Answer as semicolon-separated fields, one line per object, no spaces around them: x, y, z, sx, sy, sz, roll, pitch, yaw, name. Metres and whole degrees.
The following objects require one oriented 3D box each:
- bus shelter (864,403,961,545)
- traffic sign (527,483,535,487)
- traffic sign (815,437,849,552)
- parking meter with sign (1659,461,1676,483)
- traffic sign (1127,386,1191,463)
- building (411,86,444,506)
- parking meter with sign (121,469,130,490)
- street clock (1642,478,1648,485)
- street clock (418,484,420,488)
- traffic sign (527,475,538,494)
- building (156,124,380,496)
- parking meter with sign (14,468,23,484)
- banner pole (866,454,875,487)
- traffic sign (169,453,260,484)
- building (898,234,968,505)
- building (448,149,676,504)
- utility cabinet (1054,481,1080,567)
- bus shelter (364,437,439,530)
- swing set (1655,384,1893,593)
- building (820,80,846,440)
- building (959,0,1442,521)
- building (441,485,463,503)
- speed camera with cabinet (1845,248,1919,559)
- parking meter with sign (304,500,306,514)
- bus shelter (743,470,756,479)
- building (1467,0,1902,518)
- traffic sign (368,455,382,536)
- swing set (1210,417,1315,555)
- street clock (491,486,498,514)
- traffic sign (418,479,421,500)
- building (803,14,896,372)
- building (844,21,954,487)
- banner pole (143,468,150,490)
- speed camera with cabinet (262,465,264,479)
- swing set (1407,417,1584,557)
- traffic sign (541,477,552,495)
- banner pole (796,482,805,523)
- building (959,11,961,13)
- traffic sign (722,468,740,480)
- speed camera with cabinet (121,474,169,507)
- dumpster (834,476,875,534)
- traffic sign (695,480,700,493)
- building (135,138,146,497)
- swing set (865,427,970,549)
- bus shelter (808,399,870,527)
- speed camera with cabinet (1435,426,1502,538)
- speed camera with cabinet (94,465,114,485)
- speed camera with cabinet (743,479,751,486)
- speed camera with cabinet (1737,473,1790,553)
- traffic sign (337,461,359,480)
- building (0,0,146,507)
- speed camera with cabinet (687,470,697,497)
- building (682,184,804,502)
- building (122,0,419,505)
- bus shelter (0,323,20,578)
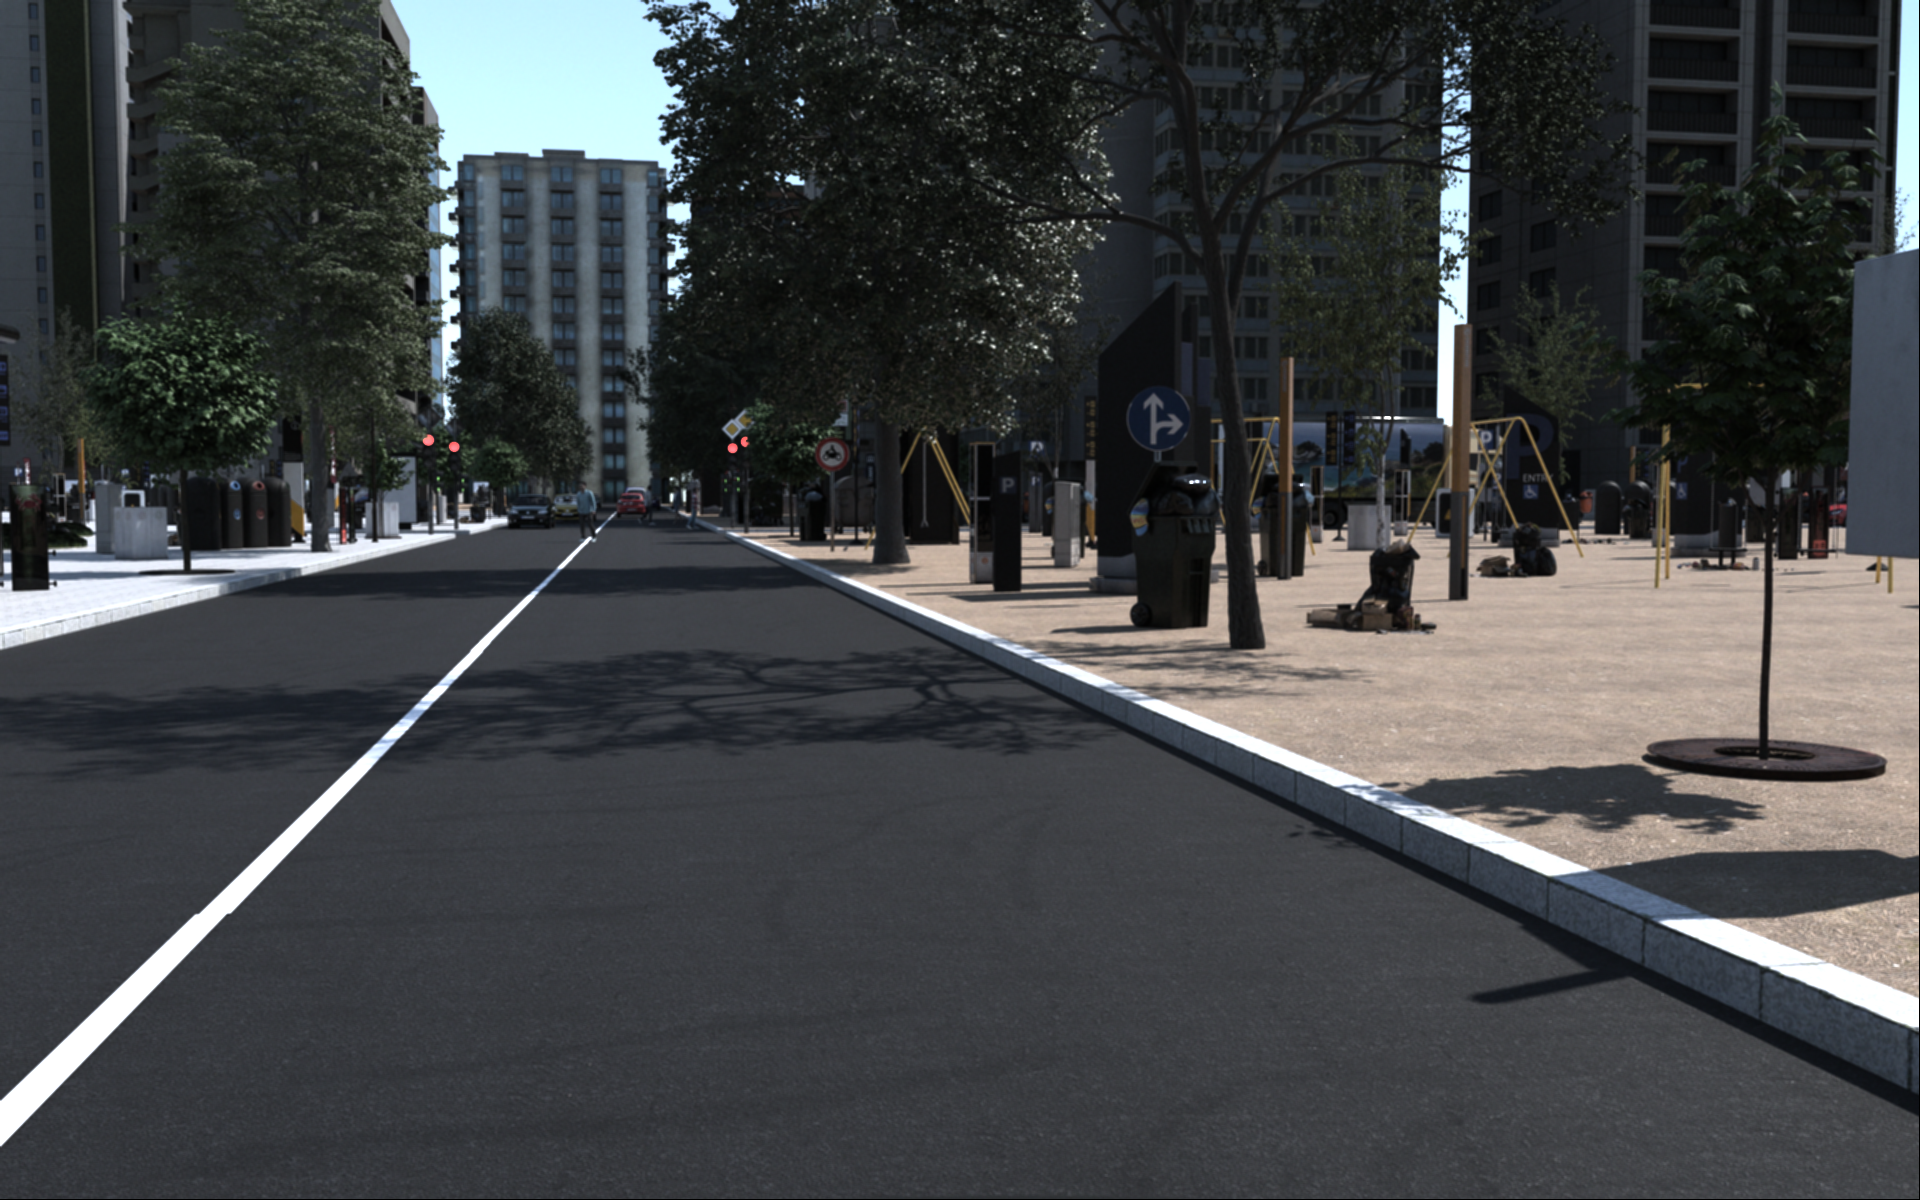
-1.331;-3.390;46.717;1.731;3.624;6.357;-1;4;-11;bus shelter
-33.290;-8.233;134.719;0.768;2.556;0.104;0;4;-2;traffic sign
-2.849;-2.356;38.628;0.768;2.556;0.104;0;4;-7;traffic sign
34.882;-5.407;84.665;0.543;3.016;1.738;-1;4;-10;parking meter with sign
2.335;-1.247;20.499;0.768;2.556;0.104;0;4;-7;traffic sign
-63.761;-32.779;186.040;14.200;45.320;14.600;-1;4;-11;building
-57.643;-7.537;119.494;0.543;3.016;1.738;-1;4;-21;parking meter with sign
31.171;-4.545;78.876;0.358;2.002;0.471;2;4;29;street clock
-27.288;-5.024;86.716;0.471;2.002;0.358;2;4;33;street clock
-28.819;-7.139;116.825;0.768;2.556;0.104;0;4;-5;traffic sign
-55.023;-22.483;139.294;14.160;30.474;14.107;-1;4;-11;building
-63.266;-7.371;116.771;0.543;3.016;1.738;-1;4;-18;parking meter with sign
-4.723;-6.385;94.409;0.863;3.779;0.401;1;4;10;banner pole
-19.025;-3.078;44.195;2.265;3.308;0.079;0;4;-3;traffic sign
9.677;-17.419;129.847;27.650;21.520;28.899;-1;4;-11;building
-55.344;-38.147;243.313;30.456;49.044;23.786;-1;4;-11;building
1.912;-1.342;30.624;0.318;1.500;1.173;1;4;12;utility cabinet
-20.729;-4.321;64.568;2.014;3.302;5.546;-1;4;-11;bus shelter
11.280;-1.632;24.306;3.119;2.851;2.862;2;4;25;swing set
-5.915;-31.737;169.010;14.600;45.320;14.200;-1;4;-11;building
13.225;-24.764;96.775;23.993;40.220;32.217;-1;4;-11;building
-84.676;-39.747;239.107;27.495;52.752;28.713;-1;4;-11;building
4.369;-0.733;6.321;2.038;3.252;0.660;0;4;-5;speed camera with cabinet
-43.081;-7.115;112.597;0.543;3.016;1.738;0;4;2;parking meter with sign
-13.774;-8.547;117.376;2.179;5.291;8.768;-1;4;-11;bus shelter
43.534;-40.389;98.605;20.611;71.187;20.563;-1;4;-11;building
-17.049;-3.106;50.892;0.768;2.556;0.104;0;4;-6;traffic sign
5.536;-2.361;36.220;2.862;2.851;3.119;-3;5;-44;swing set
-30.638;-6.693;113.993;0.358;2.002;0.471;2;4;30;street clock
-26.889;-5.246;85.870;0.768;2.556;0.104;0;4;-2;traffic sign
-2.472;-36.781;190.600;28.713;52.752;27.495;-1;4;-11;building
-3.500;-28.816;154.731;14.154;41.232;14.086;-1;4;-11;building
-55.886;-7.908;119.310;0.863;3.779;0.401;-3;4;-38;banner pole
-47.668;-7.529;117.434;0.660;3.252;2.038;-3;5;-40;speed camera with cabinet
11.174;-2.383;36.587;2.862;2.851;3.119;0;4;-4;swing set
-31.610;-8.094;132.334;0.884;2.594;0.081;0;4;-5;traffic sign
-7.085;-5.235;75.606;0.401;3.779;0.863;-1;4;-11;banner pole
4.055;-57.457;252.094;31.000;86.520;22.319;-1;4;-11;building
-8.801;-4.108;67.175;0.884;2.594;0.081;0;4;-3;traffic sign
-36.119;-5.033;76.631;2.038;3.252;0.660;-3;5;-40;speed camera with cabinet
-3.452;-3.083;56.172;1.264;1.857;1.865;-1;4;-11;dumpster
-17.976;-7.182;119.554;0.606;2.300;0.079;0;4;-6;traffic sign
-77.647;-30.575;183.488;14.086;41.232;14.154;-1;4;-11;building
-0.856;-2.690;41.598;2.862;2.851;3.119;0;4;-3;swing set
-5.306;-5.697;70.777;2.179;5.291;8.768;-1;4;-11;bus shelter
14.937;-3.437;50.533;0.660;3.252;2.038;-3;5;-45;speed camera with cabinet
-64.105;-8.235;128.971;2.038;3.252;0.660;-1;4;-23;speed camera with cabinet
-12.582;-6.981;108.475;2.038;3.252;0.660;1;4;10;speed camera with cabinet
17.006;-2.665;37.902;2.038;3.252;0.660;3;5;43;speed camera with cabinet
-23.840;-4.133;67.581;0.884;2.594;0.081;-1;4;-10;traffic sign
-97.889;-38.754;175.629;28.212;58.520;21.231;-1;4;-11;building
-17.697;-7.614;118.820;2.038;3.252;0.660;-1;4;-10;speed camera with cabinet
-25.545;-36.253;247.363;28.867;44.769;22.147;-1;4;-11;building
-61.548;-32.555;155.982;21.300;48.544;21.600;-1;4;-11;building
-11.967;-2.414;17.102;2.179;5.291;8.768;-1;4;-11;bus shelter
